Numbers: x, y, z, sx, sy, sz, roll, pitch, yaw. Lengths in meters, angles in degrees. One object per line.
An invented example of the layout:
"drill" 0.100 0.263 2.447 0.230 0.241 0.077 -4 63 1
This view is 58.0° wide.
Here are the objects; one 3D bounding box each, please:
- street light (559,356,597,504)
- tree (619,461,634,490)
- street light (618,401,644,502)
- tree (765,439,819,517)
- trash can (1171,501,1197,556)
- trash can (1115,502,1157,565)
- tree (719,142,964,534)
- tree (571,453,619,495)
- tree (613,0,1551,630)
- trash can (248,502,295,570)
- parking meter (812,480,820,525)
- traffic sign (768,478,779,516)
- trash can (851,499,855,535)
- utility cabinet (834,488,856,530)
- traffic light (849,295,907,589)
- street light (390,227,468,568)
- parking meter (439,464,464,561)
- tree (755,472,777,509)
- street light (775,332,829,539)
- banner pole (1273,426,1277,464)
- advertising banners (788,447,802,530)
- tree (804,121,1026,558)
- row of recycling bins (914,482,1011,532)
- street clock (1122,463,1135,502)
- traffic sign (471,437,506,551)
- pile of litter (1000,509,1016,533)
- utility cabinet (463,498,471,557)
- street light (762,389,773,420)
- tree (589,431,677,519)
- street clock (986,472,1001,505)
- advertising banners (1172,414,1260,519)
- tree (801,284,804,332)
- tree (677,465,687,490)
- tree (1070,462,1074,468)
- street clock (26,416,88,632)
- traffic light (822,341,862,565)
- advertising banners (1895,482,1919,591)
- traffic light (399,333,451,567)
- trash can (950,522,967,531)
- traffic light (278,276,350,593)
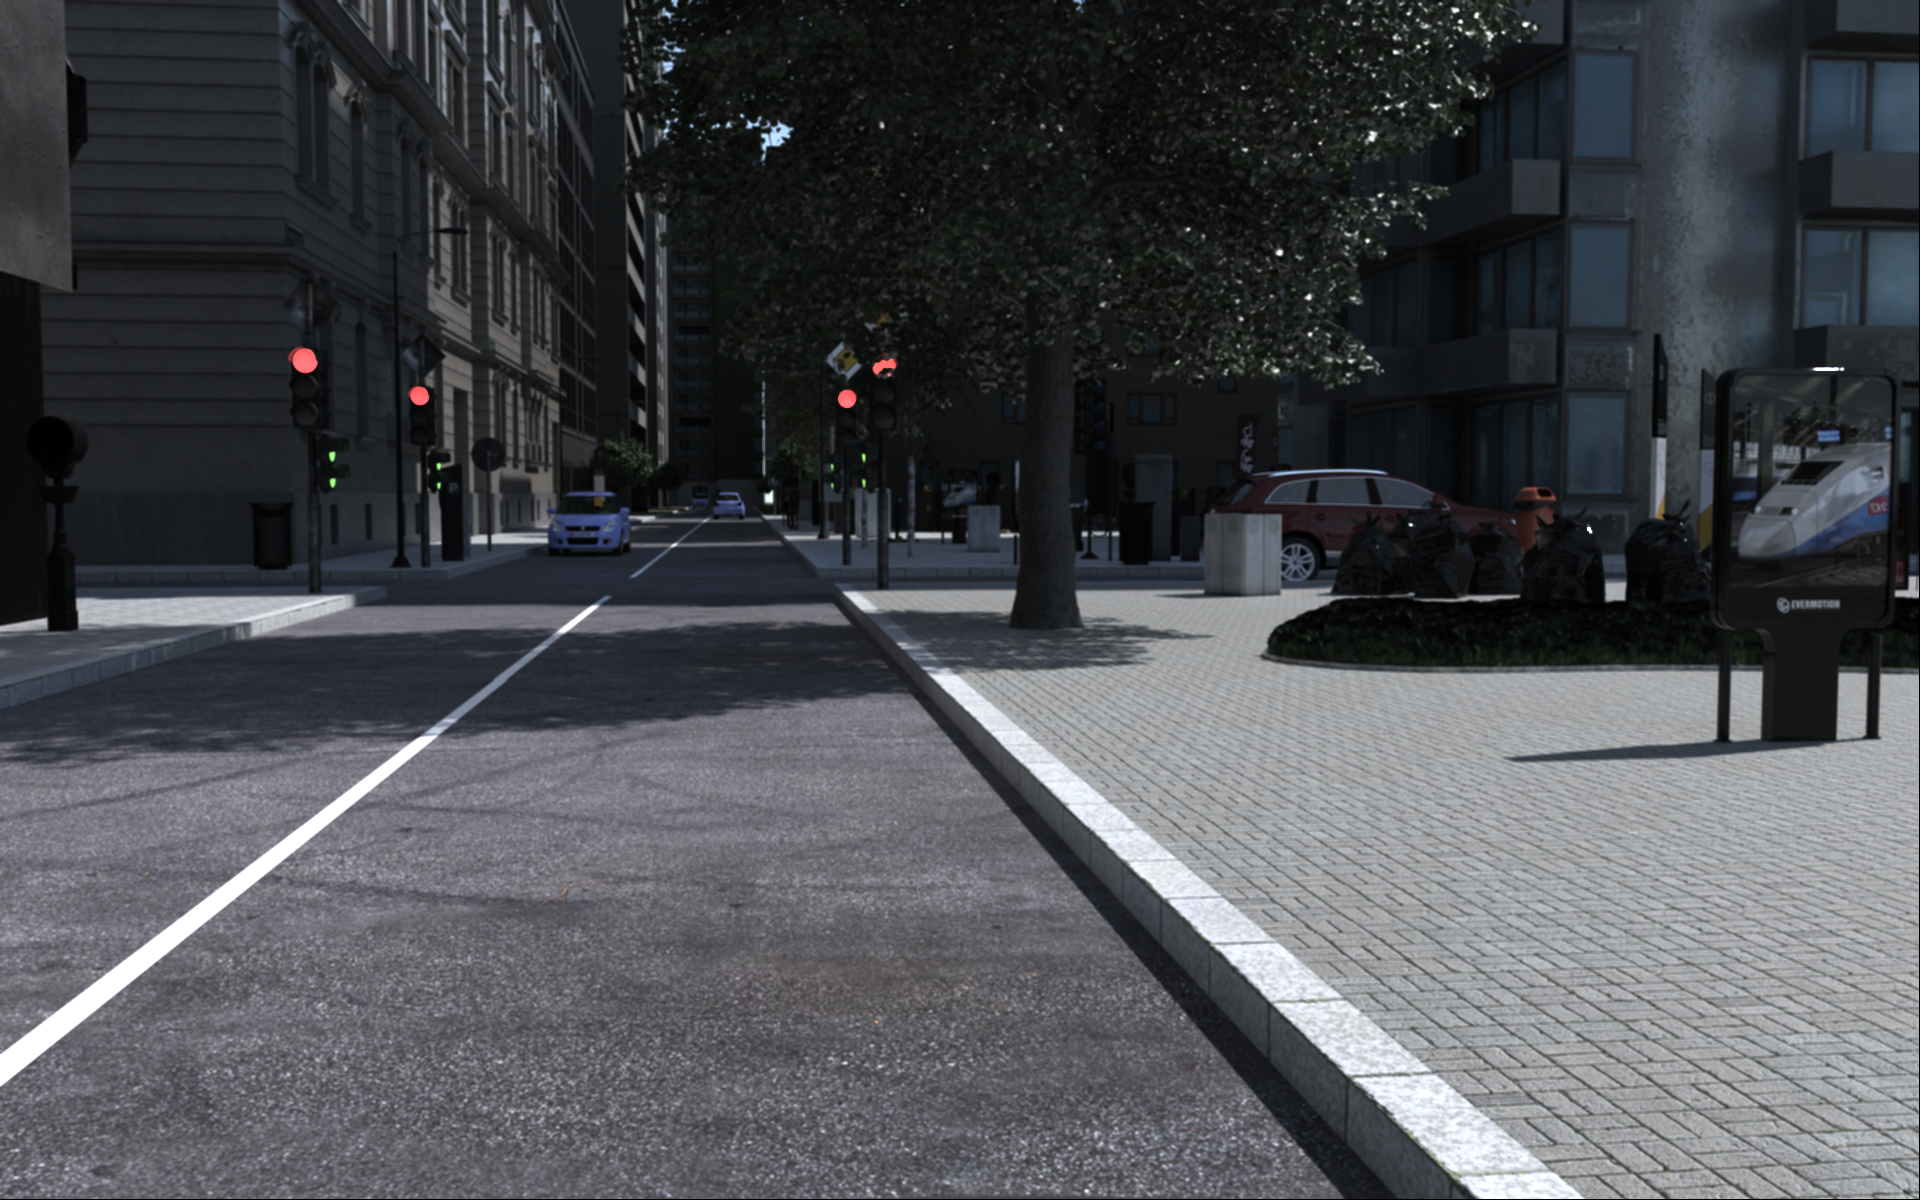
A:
"street light" -12.898 -5.248 58.342 1.470 5.913 1.316 0 4 -7
"tree" -16.780 -5.440 83.551 1.663 3.219 1.824 0 3 0
"street light" -16.492 -6.978 86.629 1.470 5.913 1.316 0 4 -7
"tree" -9.179 -6.941 97.192 4.285 4.588 4.351 0 3 0
"trash can" 4.549 -1.494 36.075 0.748 1.137 0.748 0 3 0
"trash can" 3.192 -1.210 31.436 0.748 1.137 0.748 0 3 0
"tree" -3.755 -8.406 55.567 7.486 12.596 7.792 0 3 0
"tree" -17.177 -5.281 80.946 1.663 3.219 1.824 0 3 0
"tree" 0.902 -6.711 16.378 9.857 13.997 8.962 0 3 0
"trash can" -11.697 -1.089 29.459 0.748 1.137 0.748 0 3 0
"parking meter" -5.909 -3.998 71.071 0.255 1.863 0.399 1 4 9
"traffic sign" -10.769 -6.153 100.705 0.768 2.556 0.104 0 4 -5
"trash can" -3.246 -2.629 54.631 0.748 1.137 0.748 0 3 0
"utility cabinet" -3.882 -3.168 60.476 0.318 1.500 1.173 3 5 43
"traffic light" -1.062 -2.105 23.334 0.839 4.253 0.868 0 4 -7
"street light" -9.252 -3.528 30.220 1.470 5.913 1.316 0 4 -7
"parking meter" -9.756 -1.681 33.200 0.399 1.863 0.255 -2 4 -33
"tree" -18.865 -10.602 167.950 1.663 3.219 1.824 0 3 0
"street light" -4.446 -4.673 48.951 1.470 5.913 1.316 0 4 -7
"banner pole" 11.529 -4.479 63.242 0.401 3.779 0.863 2 4 24
"advertising banners" -5.942 -4.056 62.500 0.090 3.025 2.074 -1 4 -18
"tree" -0.741 -5.162 34.765 4.360 8.622 3.978 0 3 0
"row of recycling bins" -0.017 -3.168 58.904 3.534 1.692 1.069 -1 4 -13
"street clock" 3.935 -2.166 39.987 0.358 2.002 0.471 2 4 34
"traffic sign" -10.571 -2.369 38.843 0.768 2.556 0.104 0 4 -1
"pile of litter" 1.930 -2.629 56.956 1.719 0.858 1.176 -1 4 -10
"utility cabinet" -10.193 -1.491 35.533 0.306 1.237 1.020 -1 4 -13
"street light" -8.044 -6.389 77.005 1.470 5.913 1.316 0 4 -7
"tree" -17.427 -6.467 89.452 4.285 4.588 4.351 0 3 0
"street clock" 1.069 -3.131 55.764 0.471 2.002 0.358 0 4 -1
"advertising banners" 5.710 -2.599 38.676 2.074 3.025 0.090 2 4 32
"tree" -2.083 -5.541 40.966 4.360 8.622 3.978 0 3 0
"tree" -26.100 -10.446 154.499 4.285 4.588 4.351 0 3 0
"tree" 2.495 -3.427 50.635 1.663 3.219 1.824 0 3 0
"street clock" -8.419 -0.711 16.199 0.471 2.002 0.358 0 4 5
"traffic light" -2.069 -2.589 31.256 0.839 4.253 0.868 0 4 -7
"advertising banners" 12.668 -1.659 23.320 0.090 3.025 2.074 0 4 2
"traffic light" -9.370 -2.532 30.314 0.839 4.253 0.868 0 4 -7
"trash can" -0.038 -2.818 57.721 0.748 1.137 0.748 0 3 0
"traffic light" -8.362 -2.047 22.393 0.839 4.253 0.868 0 4 -7
